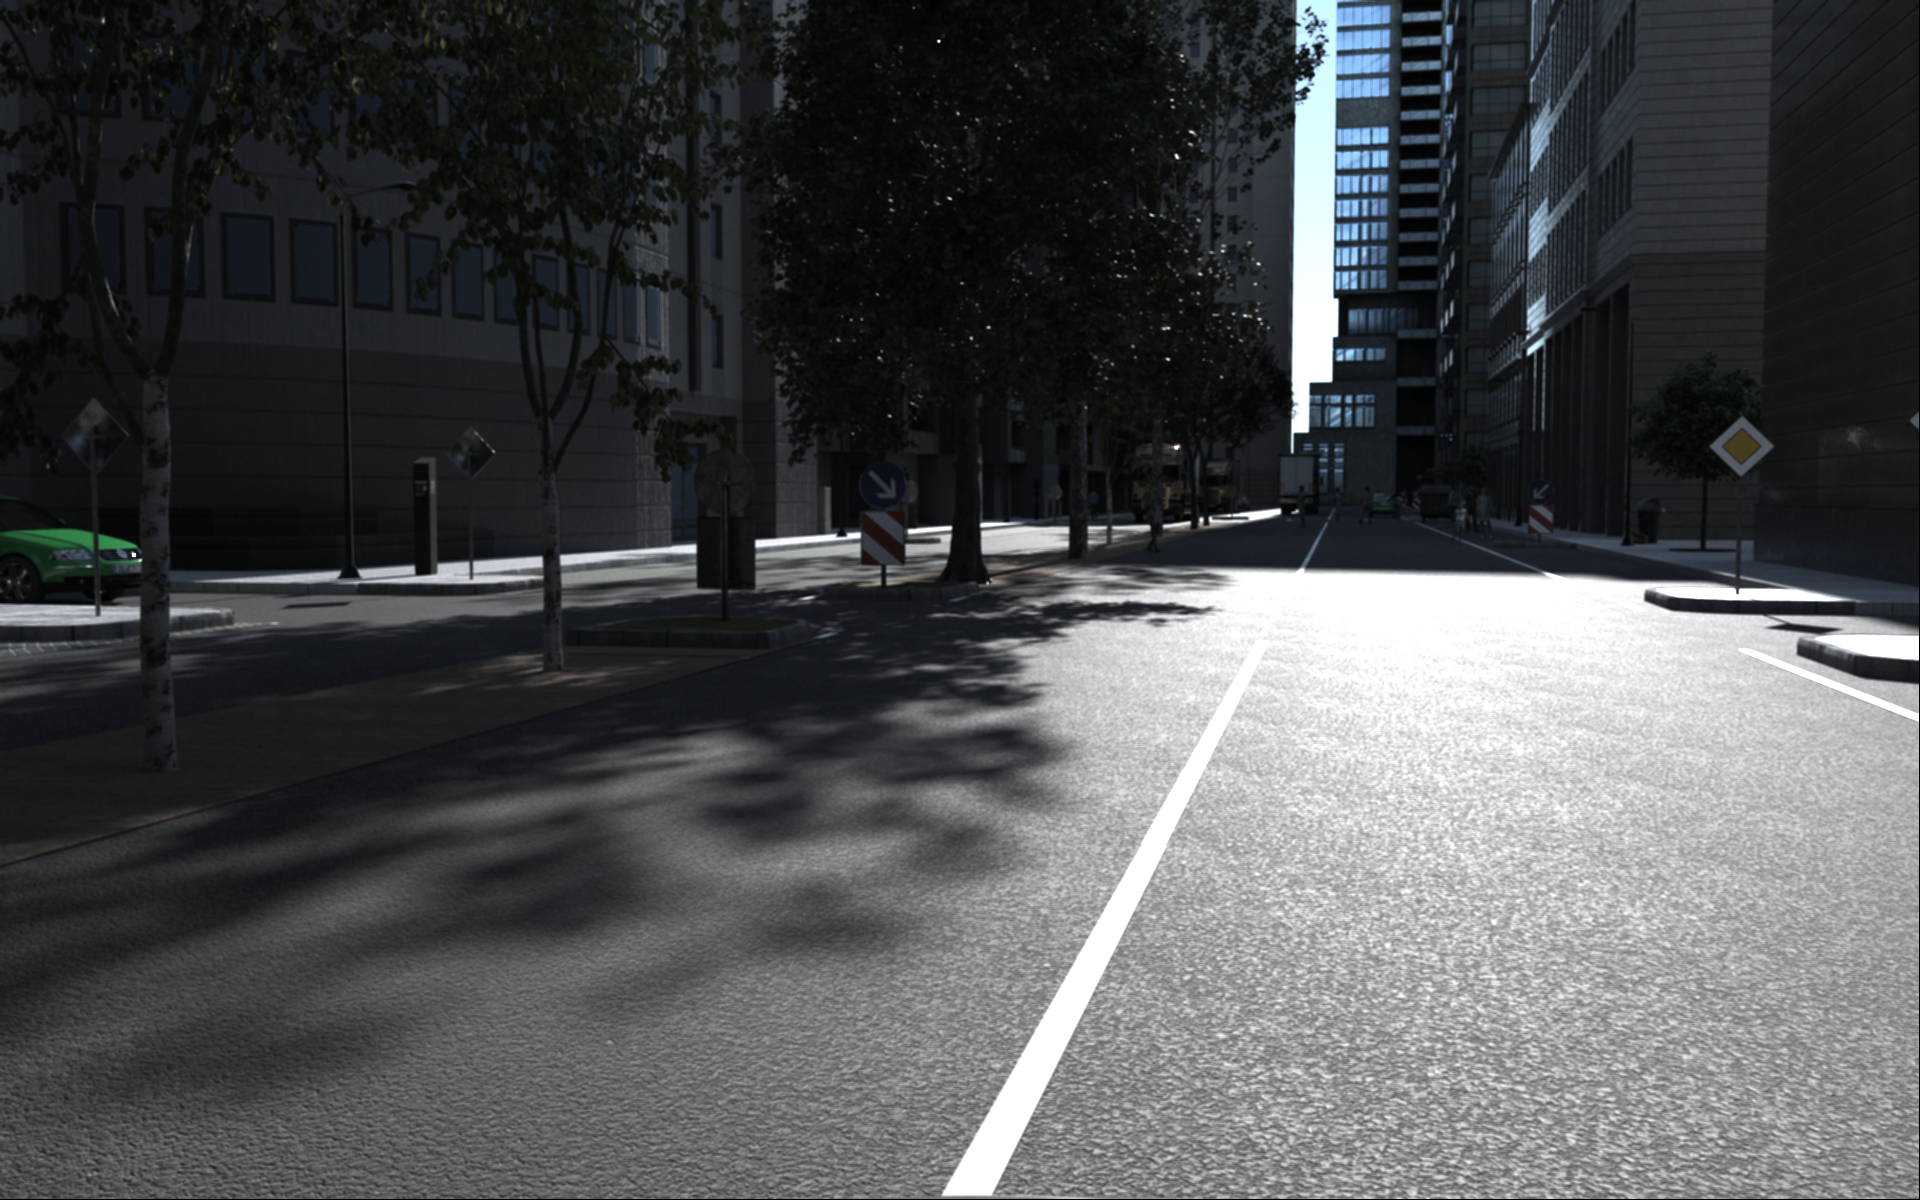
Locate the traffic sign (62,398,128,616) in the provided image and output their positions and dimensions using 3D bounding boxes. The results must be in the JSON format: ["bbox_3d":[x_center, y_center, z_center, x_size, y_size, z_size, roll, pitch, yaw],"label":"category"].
[{"bbox_3d":[-9.049,-0.886,18.128,0.795,2.450,0.064,1,4,12],"label":"traffic sign"}]

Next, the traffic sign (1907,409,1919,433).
[{"bbox_3d":[8.226,-0.652,14.308,0.795,2.450,0.064,1,4,12],"label":"traffic sign"}]

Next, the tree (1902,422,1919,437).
[{"bbox_3d":[12.137,-1.564,20.176,1.663,3.219,1.824,0,3,0],"label":"tree"}]

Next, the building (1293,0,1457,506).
[{"bbox_3d":[52.307,-53.419,186.066,31.000,86.520,22.319,1,4,12],"label":"building"}]

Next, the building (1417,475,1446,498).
[{"bbox_3d":[57.742,-28.255,153.844,32.217,40.220,23.993,1,4,12],"label":"building"}]

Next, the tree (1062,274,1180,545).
[{"bbox_3d":[4.181,-5.826,48.082,4.737,8.622,4.395,0,3,0],"label":"tree"}]

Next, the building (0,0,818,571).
[{"bbox_3d":[-17.679,-30.494,40.583,21.231,58.520,28.212,1,4,12],"label":"building"}]

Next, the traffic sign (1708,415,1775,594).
[{"bbox_3d":[9.947,-1.129,22.106,0.795,2.450,0.064,1,4,12],"label":"traffic sign"}]

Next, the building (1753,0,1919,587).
[{"bbox_3d":[25.941,-13.895,24.443,25.104,27.353,12.463,1,4,12],"label":"building"}]

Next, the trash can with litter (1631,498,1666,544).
[{"bbox_3d":[17.763,-2.041,44.762,0.624,1.170,1.055,3,5,39],"label":"trash can with litter"}]

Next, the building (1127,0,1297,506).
[{"bbox_3d":[22.632,-39.742,191.778,28.212,58.520,21.231,1,4,12],"label":"building"}]

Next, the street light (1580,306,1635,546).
[{"bbox_3d":[16.031,-4.303,42.902,1.470,5.913,1.316,1,4,12],"label":"street light"}]

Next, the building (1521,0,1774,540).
[{"bbox_3d":[27.184,-17.336,60.931,11.434,29.767,29.804,1,4,12],"label":"building"}]

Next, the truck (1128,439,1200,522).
[{"bbox_3d":[10.850,-6.237,90.887,2.839,4.237,11.283,1,4,13],"label":"truck"}]

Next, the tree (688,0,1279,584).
[{"bbox_3d":[0.123,-6.610,27.546,9.611,12.733,9.660,0,3,0],"label":"tree"}]

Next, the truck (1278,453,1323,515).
[{"bbox_3d":[24.455,-8.288,124.418,2.839,4.237,11.283,1,4,14],"label":"truck"}]

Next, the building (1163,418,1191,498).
[{"bbox_3d":[6.297,-19.526,164.289,28.899,21.520,27.650,1,4,12],"label":"building"}]

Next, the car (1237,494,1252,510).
[{"bbox_3d":[25.045,-8.843,154.813,2.015,1.641,3.980,1,4,10],"label":"car"}]

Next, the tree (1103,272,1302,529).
[{"bbox_3d":[9.633,-8.176,70.540,8.767,10.594,7.601,1,4,12],"label":"tree"}]

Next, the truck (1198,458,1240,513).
[{"bbox_3d":[20.492,-9.087,137.485,2.839,4.237,11.283,1,4,14],"label":"truck"}]

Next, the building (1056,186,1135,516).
[{"bbox_3d":[-0.219,-28.187,115.482,22.147,44.769,28.867,1,4,12],"label":"building"}]

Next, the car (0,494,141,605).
[{"bbox_3d":[-13.020,-0.855,22.782,4.718,1.807,1.959,1,4,12],"label":"car"}]

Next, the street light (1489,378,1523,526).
[{"bbox_3d":[21.911,-5.934,69.557,1.470,5.913,1.316,1,4,12],"label":"street light"}]

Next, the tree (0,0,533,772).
[{"bbox_3d":[-4.096,-3.431,8.921,4.360,8.622,3.978,0,3,0],"label":"tree"}]

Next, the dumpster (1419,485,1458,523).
[{"bbox_3d":[23.788,-4.762,86.080,1.865,1.857,1.264,1,4,12],"label":"dumpster"}]

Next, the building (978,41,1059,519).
[{"bbox_3d":[-2.836,-24.871,90.234,14.154,41.232,14.086,1,4,12],"label":"building"}]

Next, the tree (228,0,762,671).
[{"bbox_3d":[-3.302,-3.711,13.498,4.737,8.622,4.395,0,3,0],"label":"tree"}]

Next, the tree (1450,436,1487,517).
[{"bbox_3d":[29.639,-7.036,98.751,4.285,4.588,4.351,0,3,0],"label":"tree"}]

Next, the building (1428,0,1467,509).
[{"bbox_3d":[47.611,-31.090,127.924,23.786,49.044,30.456,1,4,12],"label":"building"}]

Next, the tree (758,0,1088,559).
[{"bbox_3d":[1.609,-11.034,38.747,12.611,20.169,13.585,0,3,0],"label":"tree"}]

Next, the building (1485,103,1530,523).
[{"bbox_3d":[31.480,-14.414,84.819,9.793,20.994,18.267,1,4,12],"label":"building"}]

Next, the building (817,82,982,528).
[{"bbox_3d":[-7.372,-18.182,68.976,14.160,30.474,14.107,1,4,12],"label":"building"}]

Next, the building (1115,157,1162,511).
[{"bbox_3d":[8.129,-22.304,136.375,14.160,30.474,14.107,1,4,12],"label":"building"}]

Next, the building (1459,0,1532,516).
[{"bbox_3d":[38.446,-25.922,107.415,14.154,41.232,14.086,1,4,12],"label":"building"}]

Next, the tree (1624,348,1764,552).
[{"bbox_3d":[16.801,-3.374,38.884,4.285,4.588,4.351,0,3,0],"label":"tree"}]

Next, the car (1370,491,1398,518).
[{"bbox_3d":[26.134,-5.995,106.806,1.959,1.807,4.718,1,4,12],"label":"car"}]

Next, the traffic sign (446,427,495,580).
[{"bbox_3d":[-7.328,-1.363,25.926,0.795,2.450,0.064,1,4,12],"label":"traffic sign"}]
